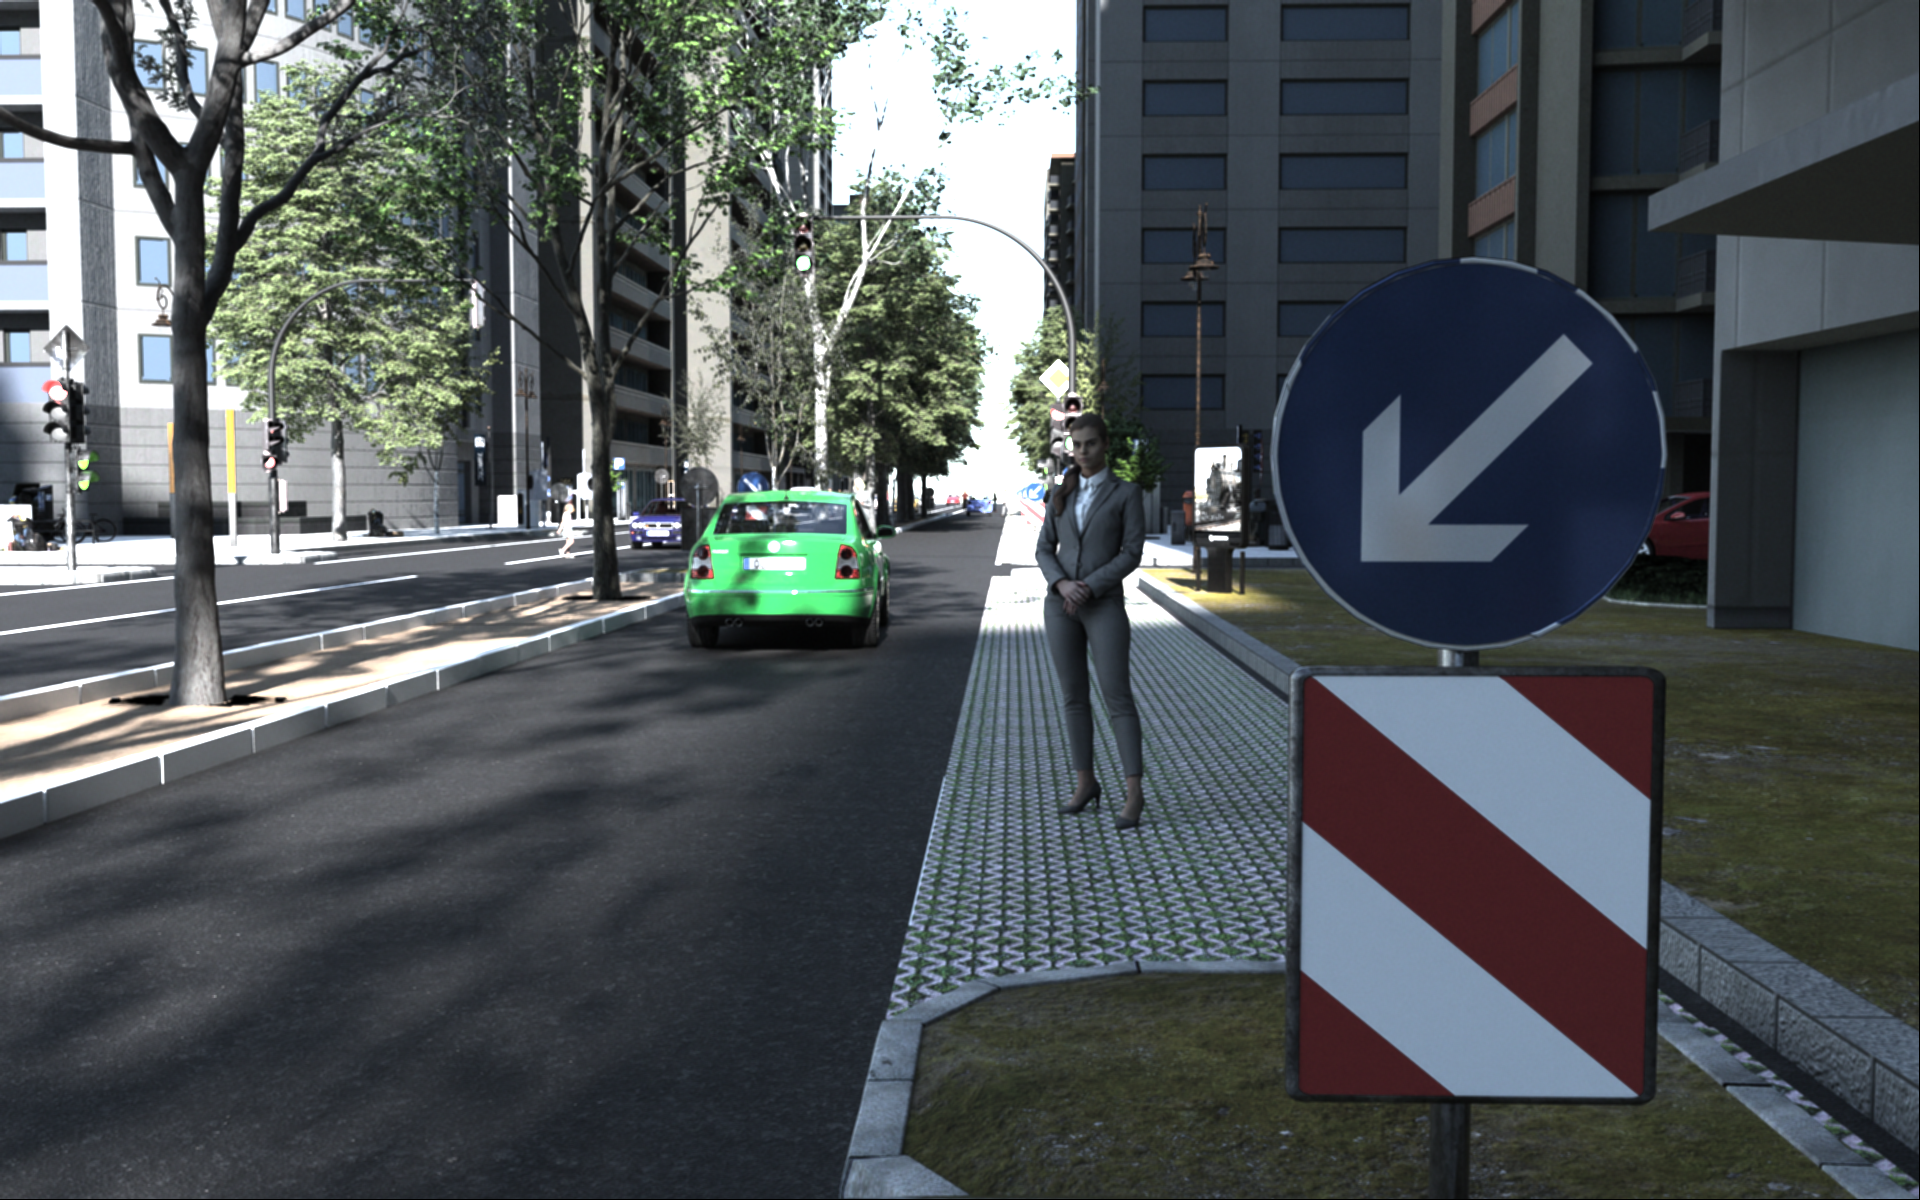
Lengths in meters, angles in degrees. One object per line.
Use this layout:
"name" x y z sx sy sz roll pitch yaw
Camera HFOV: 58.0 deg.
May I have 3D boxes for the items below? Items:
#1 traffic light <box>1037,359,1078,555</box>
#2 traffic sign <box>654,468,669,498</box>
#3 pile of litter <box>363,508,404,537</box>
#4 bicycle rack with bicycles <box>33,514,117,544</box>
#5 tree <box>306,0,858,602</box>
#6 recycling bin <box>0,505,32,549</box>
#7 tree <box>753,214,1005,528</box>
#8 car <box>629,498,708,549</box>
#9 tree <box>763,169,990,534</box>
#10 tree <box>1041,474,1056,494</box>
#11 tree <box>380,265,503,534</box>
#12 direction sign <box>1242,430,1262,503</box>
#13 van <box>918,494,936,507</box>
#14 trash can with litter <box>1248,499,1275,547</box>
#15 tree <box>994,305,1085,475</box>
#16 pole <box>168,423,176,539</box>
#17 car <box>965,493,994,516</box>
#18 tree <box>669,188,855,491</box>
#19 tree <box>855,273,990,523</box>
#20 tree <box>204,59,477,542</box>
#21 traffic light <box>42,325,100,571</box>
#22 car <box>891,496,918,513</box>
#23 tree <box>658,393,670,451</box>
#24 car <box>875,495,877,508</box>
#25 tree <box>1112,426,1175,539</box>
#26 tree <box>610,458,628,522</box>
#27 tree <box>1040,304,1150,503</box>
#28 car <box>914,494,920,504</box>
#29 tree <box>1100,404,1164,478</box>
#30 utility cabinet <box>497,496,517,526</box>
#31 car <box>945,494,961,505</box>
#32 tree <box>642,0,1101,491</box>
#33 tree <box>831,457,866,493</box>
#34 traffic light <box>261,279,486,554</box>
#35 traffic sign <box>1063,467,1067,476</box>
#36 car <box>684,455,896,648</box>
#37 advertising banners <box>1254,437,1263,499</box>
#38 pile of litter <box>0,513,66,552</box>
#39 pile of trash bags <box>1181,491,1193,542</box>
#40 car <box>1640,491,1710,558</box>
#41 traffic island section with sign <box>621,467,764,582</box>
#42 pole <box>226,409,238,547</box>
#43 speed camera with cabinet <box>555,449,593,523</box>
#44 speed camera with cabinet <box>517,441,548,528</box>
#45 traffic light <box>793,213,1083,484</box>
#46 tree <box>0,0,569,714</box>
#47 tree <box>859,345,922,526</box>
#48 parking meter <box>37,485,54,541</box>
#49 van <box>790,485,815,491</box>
"traffic light" 2.040 -2.897 36.285 0.839 4.253 0.868 0 4 2
"traffic sign" -14.799 -5.249 85.933 0.768 2.556 0.104 1 4 9
"pile of litter" -17.331 -2.331 52.072 1.176 0.858 1.719 -2 4 -23
"bicycle rack with bicycles" -23.408 -1.908 44.576 2.925 0.926 2.852 -1 4 -22
"tree" -4.876 -5.807 23.160 9.928 11.665 9.643 0 3 0
"recycling bin" -22.254 -1.713 40.557 0.722 1.027 0.722 2 4 31
"tree" -3.069 -9.103 68.300 9.611 12.733 9.660 0 3 0
"car" -7.645 -2.056 46.193 1.945 1.354 3.894 0 4 2
"tree" -3.016 -8.507 59.667 7.486 12.596 7.792 0 3 0
"tree" 7.525 -9.083 143.114 1.663 3.219 1.824 0 3 0
"tree" -16.832 -6.437 55.601 4.737 8.622 4.395 0 3 0
"direction sign" 10.306 -4.244 61.379 0.876 3.537 0.379 3 5 42
"van" -3.551 -11.000 186.863 2.013 2.044 4.112 0 4 1
"trash can with litter" 7.313 -1.900 42.445 0.624 1.170 1.055 2 4 25
"tree" 5.775 -11.388 104.325 7.486 12.596 7.792 0 3 0
"pole" -22.695 -3.432 49.965 0.158 3.312 0.155 0 3 0
"car" 1.271 -6.419 114.539 1.945 1.707 3.694 0 4 1
"tree" -4.322 -5.356 40.398 4.360 8.622 3.978 0 3 0
"tree" -2.703 -11.320 94.189 9.857 13.997 8.962 0 3 0
"tree" -17.116 -7.835 46.230 7.486 12.596 7.792 0 3 0
"traffic light" -14.804 -2.438 28.784 0.839 4.253 0.868 0 4 2
"car" -4.103 -7.349 130.376 2.015 1.641 3.980 0 4 3
"tree" -15.021 -9.135 99.721 4.360 8.622 3.978 0 3 0
"car" -7.789 -9.014 159.746 2.083 1.381 4.827 0 4 4
"tree" 5.190 -3.368 49.668 1.663 3.219 1.824 0 3 0
"tree" -16.347 -5.190 79.458 1.663 3.219 1.824 0 3 0
"tree" 5.230 -7.211 68.259 4.737 8.622 4.395 0 3 0
"car" -6.001 -13.347 228.006 2.009 1.686 4.222 0 4 0
"tree" 5.805 -4.875 63.416 4.285 4.588 4.351 0 3 0
"utility cabinet" -18.248 -3.621 70.372 1.020 1.237 0.306 -2 4 -26
"car" -0.840 -13.250 225.672 2.155 1.783 4.494 0 4 4
"tree" -2.805 -11.635 48.574 12.611 20.169 13.585 0 3 0
"tree" -12.131 -15.540 188.484 8.767 10.594 7.601 0 3 0
"traffic light" -12.471 -3.796 36.738 4.771 5.953 1.251 0 4 2
"traffic sign" 5.027 -4.789 78.404 0.768 2.556 0.104 0 4 6
"car" -1.648 -0.535 17.541 1.959 1.807 4.718 0 3 0
"advertising banners" 9.412 -3.573 54.607 0.090 3.025 2.074 0 4 4
"pile of litter" -20.883 -1.521 38.830 1.719 0.858 1.176 2 4 25
"pile of trash bags" 6.803 -2.257 46.659 1.912 1.369 3.447 2 4 30
"car" 13.748 -1.442 32.611 4.494 1.783 2.155 0 4 3
"traffic island section with sign" -4.457 -1.266 28.843 2.006 1.907 1.989 0 4 2
"pole" -17.591 -2.937 41.857 0.158 3.312 0.155 0 3 0
"speed camera with cabinet" -16.875 -5.003 76.142 0.660 3.252 2.038 2 4 32
"speed camera with cabinet" -16.210 -4.357 65.579 0.660 3.252 2.038 -2 4 -32
"traffic light" -0.293 -3.276 28.224 4.771 5.953 1.251 0 4 2
"tree" -5.226 -6.039 11.558 12.009 13.543 11.850 0 3 0
"tree" -2.992 -7.597 77.032 4.737 8.622 4.395 0 3 0
"parking meter" -24.988 -2.380 47.328 0.372 1.533 0.369 0 3 0
"van" -9.241 -5.711 100.390 2.013 2.044 4.112 0 4 2
